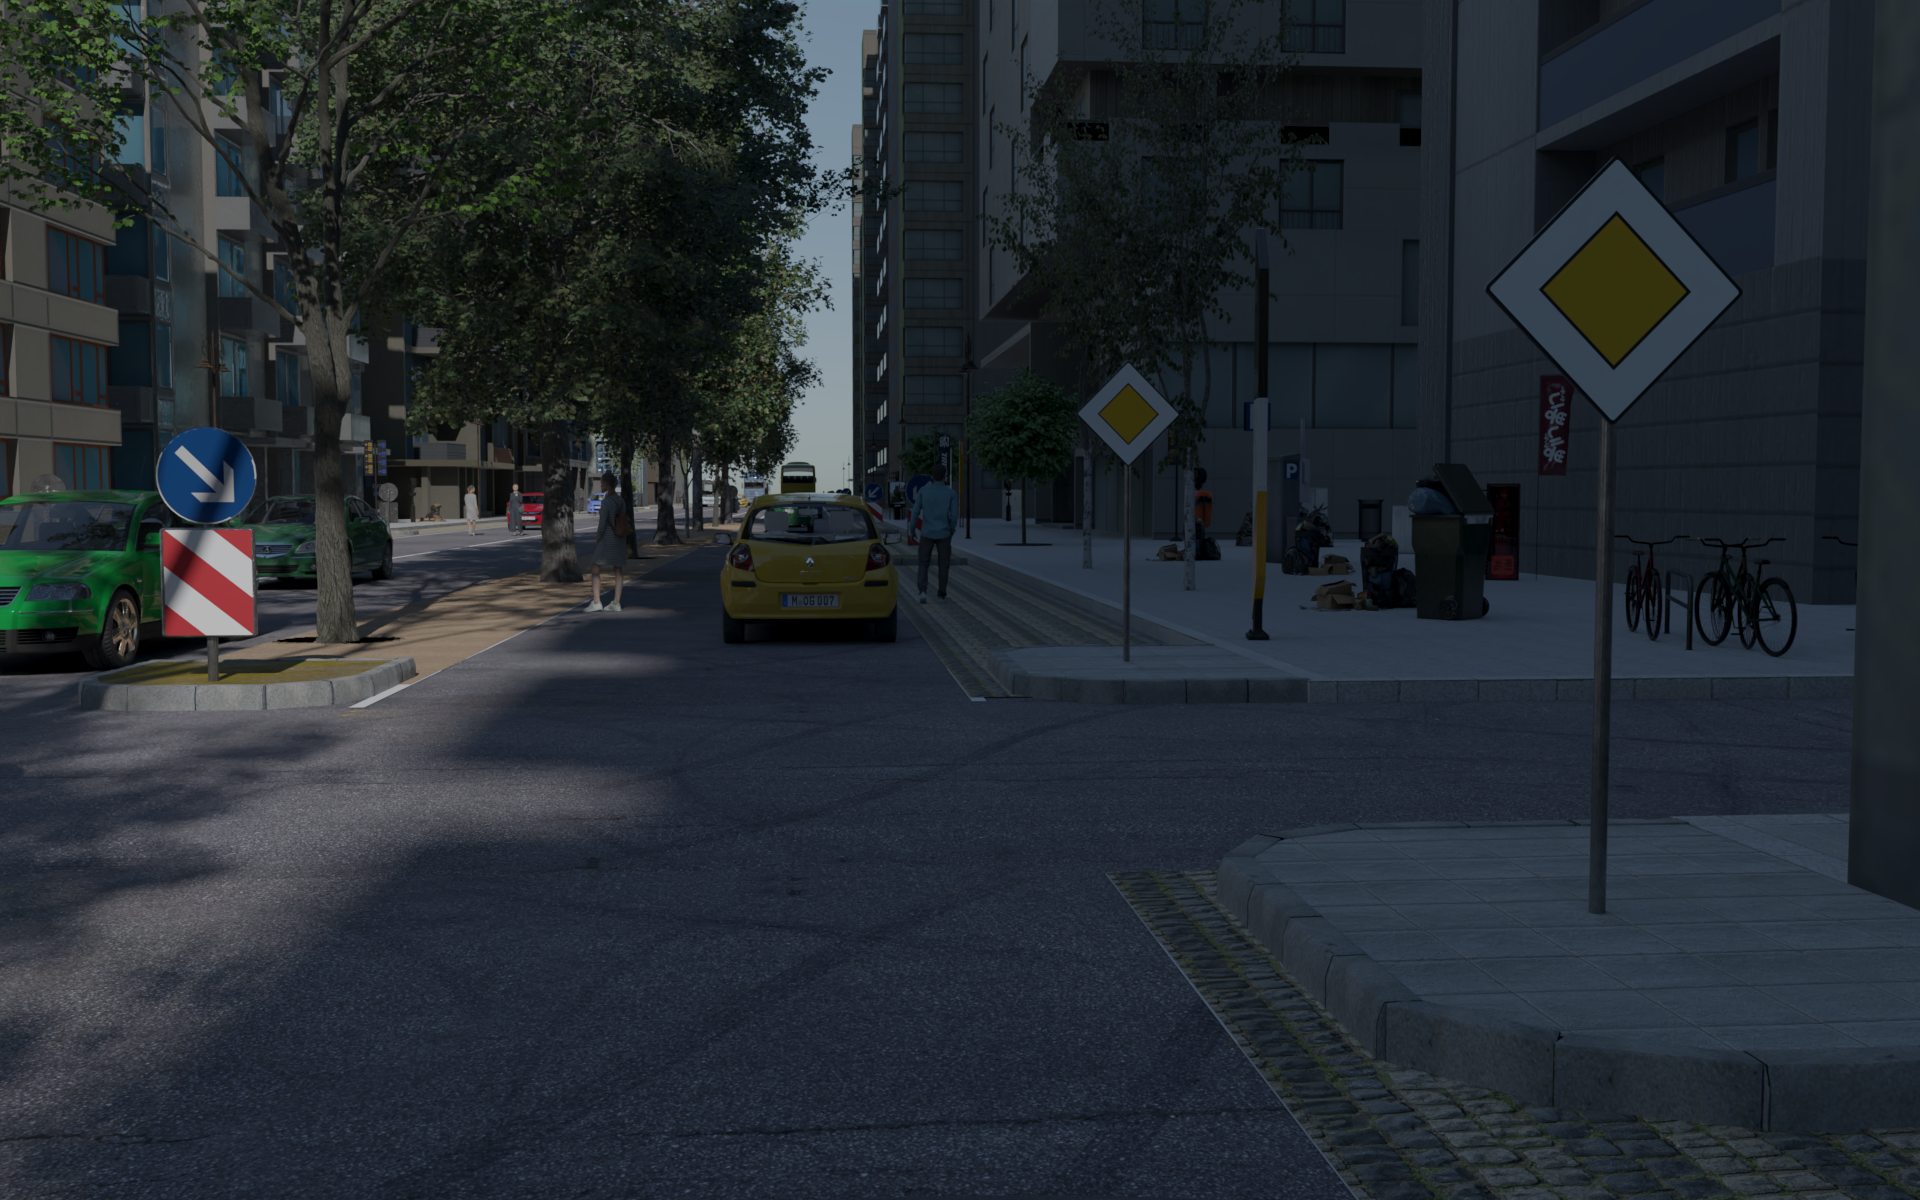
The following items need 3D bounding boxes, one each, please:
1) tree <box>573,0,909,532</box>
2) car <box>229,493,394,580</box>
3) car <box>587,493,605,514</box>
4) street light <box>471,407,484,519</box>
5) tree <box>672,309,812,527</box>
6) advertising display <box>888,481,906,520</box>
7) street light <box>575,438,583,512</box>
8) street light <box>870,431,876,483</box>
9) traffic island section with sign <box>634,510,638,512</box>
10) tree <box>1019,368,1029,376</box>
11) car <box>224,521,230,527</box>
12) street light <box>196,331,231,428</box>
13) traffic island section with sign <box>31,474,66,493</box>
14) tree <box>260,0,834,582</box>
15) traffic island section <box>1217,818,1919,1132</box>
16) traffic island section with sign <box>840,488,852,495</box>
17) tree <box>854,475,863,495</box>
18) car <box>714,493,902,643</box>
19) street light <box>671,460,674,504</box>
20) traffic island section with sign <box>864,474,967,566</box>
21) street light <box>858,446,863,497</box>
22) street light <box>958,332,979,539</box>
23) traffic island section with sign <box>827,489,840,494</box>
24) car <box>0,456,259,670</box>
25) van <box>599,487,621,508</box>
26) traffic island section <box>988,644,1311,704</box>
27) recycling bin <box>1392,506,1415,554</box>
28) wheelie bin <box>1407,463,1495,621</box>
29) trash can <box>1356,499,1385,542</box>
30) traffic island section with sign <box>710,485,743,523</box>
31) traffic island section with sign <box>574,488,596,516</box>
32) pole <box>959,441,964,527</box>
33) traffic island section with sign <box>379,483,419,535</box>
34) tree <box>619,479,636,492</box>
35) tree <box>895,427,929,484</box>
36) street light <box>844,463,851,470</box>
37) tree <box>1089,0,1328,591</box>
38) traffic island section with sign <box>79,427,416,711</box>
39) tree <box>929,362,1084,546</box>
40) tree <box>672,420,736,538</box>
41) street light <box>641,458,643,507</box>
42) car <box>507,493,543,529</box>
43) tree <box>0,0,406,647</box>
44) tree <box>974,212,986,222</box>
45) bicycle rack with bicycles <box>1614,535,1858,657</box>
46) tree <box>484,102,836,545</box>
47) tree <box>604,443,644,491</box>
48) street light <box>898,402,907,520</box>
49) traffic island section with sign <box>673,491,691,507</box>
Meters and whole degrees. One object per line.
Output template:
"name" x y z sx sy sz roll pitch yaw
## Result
"tree" -8.598 -12.574 63.936 12.611 20.169 13.585 0 3 0
"car" -10.373 -0.972 27.683 2.131 1.459 4.920 0 4 -6
"car" -25.114 -6.851 121.603 1.945 1.707 3.694 0 4 -4
"street light" -24.483 -7.049 88.041 0.468 5.910 1.993 0 4 -5
"tree" -10.621 -8.421 74.550 8.767 10.594 7.601 0 4 -5
"advertising display" -3.109 -4.913 85.548 0.974 1.923 0.123 -3 4 -36
"street light" -27.679 -9.358 125.785 0.468 5.910 1.993 0 4 -5
"street light" -6.317 -9.399 126.459 0.468 5.910 1.993 0 4 -5
"traffic island section with sign" -26.681 -7.909 137.941 1.989 1.847 2.006 0 4 -5
"tree" 4.306 -7.814 78.114 4.737 8.622 4.395 0 3 0
"car" -13.237 -0.990 27.992 2.131 1.459 4.920 0 4 -6
"street light" -21.155 -4.674 49.203 0.468 5.910 1.993 0 4 -5
"traffic island section with sign" -17.796 -1.517 33.428 1.989 1.847 2.006 0 4 -5
"tree" -6.488 -7.255 27.729 9.857 13.997 8.962 0 3 0
"traffic island section" 1.973 1.037 5.325 2.009 0.180 2.903 0 4 -5
"traffic island section with sign" -3.259 -3.317 62.854 1.989 1.847 2.006 0 4 -5
"tree" -9.659 -10.884 172.555 1.663 3.219 1.824 0 3 0
"car" -1.581 -0.482 18.110 2.015 1.641 3.980 0 4 -5
"street light" -34.766 -14.468 209.335 0.468 5.910 1.993 0 4 -5
"traffic island section with sign" -0.924 -1.638 35.413 1.989 1.847 2.006 0 4 -5
"street light" -9.438 -11.685 163.838 0.468 5.910 1.993 0 4 -5
"street light" 0.233 -4.691 49.478 0.468 5.910 1.993 0 4 -5
"traffic island section with sign" -9.803 -8.007 139.549 1.989 1.847 2.006 0 4 -5
"car" -7.781 -0.407 15.451 1.959 1.807 4.718 0 4 -4
"van" -21.062 -6.067 106.201 2.013 2.044 4.112 0 4 -5
"traffic island section" 1.295 0.550 13.281 2.009 0.180 2.903 0 4 -5
"recycling bin" 9.781 -1.507 37.197 0.722 1.027 0.722 -3 4 -39
"wheelie bin" 5.020 -0.607 17.825 0.980 1.594 0.693 -3 5 -45
"trash can" 10.991 -2.126 46.406 0.748 1.137 0.748 0 3 0
"traffic island section with sign" -11.544 -4.839 87.261 2.006 1.907 1.989 0 4 -5
"traffic island section with sign" -24.403 -6.266 111.082 1.989 1.847 2.006 0 4 -5
"pole" 0.053 -4.453 66.650 0.158 3.312 0.155 0 3 0
"traffic island section with sign" -20.109 -3.186 60.726 1.989 1.847 2.006 0 4 -5
"tree" -32.572 -10.687 169.334 1.663 3.219 1.824 0 3 0
"tree" -1.193 -5.741 77.586 4.285 4.588 4.351 0 3 0
"street light" -13.353 -14.406 208.326 0.468 5.910 1.993 0 4 -5
"tree" 2.817 -4.428 22.760 4.360 8.622 3.978 0 3 0
"traffic island section with sign" -5.156 -0.260 12.393 2.006 1.907 1.989 0 4 -5
"tree" 1.689 -3.647 43.341 4.285 4.588 4.351 0 3 0
"tree" -8.811 -6.291 55.670 4.360 8.622 3.978 0 3 0
"street light" -31.645 -12.174 171.829 0.468 5.910 1.993 0 4 -5
"car" -17.153 -3.732 70.055 2.155 1.783 4.494 0 4 -5
"tree" -6.120 -5.397 16.449 9.928 11.665 9.643 0 3 0
"tree" 2.429 -4.843 29.540 4.360 8.622 3.978 0 3 0
"bicycle rack with bicycles" 6.918 -0.080 14.685 2.852 0.926 2.925 1 4 18
"tree" -8.298 -7.892 48.491 9.611 12.733 9.660 0 3 0
"tree" -31.389 -13.010 163.074 4.737 8.622 4.395 0 3 0
"street light" -2.893 -6.977 86.857 0.468 5.910 1.993 0 4 -5
"traffic island section with sign" -31.446 -11.324 193.773 1.989 1.847 2.006 0 4 -5
